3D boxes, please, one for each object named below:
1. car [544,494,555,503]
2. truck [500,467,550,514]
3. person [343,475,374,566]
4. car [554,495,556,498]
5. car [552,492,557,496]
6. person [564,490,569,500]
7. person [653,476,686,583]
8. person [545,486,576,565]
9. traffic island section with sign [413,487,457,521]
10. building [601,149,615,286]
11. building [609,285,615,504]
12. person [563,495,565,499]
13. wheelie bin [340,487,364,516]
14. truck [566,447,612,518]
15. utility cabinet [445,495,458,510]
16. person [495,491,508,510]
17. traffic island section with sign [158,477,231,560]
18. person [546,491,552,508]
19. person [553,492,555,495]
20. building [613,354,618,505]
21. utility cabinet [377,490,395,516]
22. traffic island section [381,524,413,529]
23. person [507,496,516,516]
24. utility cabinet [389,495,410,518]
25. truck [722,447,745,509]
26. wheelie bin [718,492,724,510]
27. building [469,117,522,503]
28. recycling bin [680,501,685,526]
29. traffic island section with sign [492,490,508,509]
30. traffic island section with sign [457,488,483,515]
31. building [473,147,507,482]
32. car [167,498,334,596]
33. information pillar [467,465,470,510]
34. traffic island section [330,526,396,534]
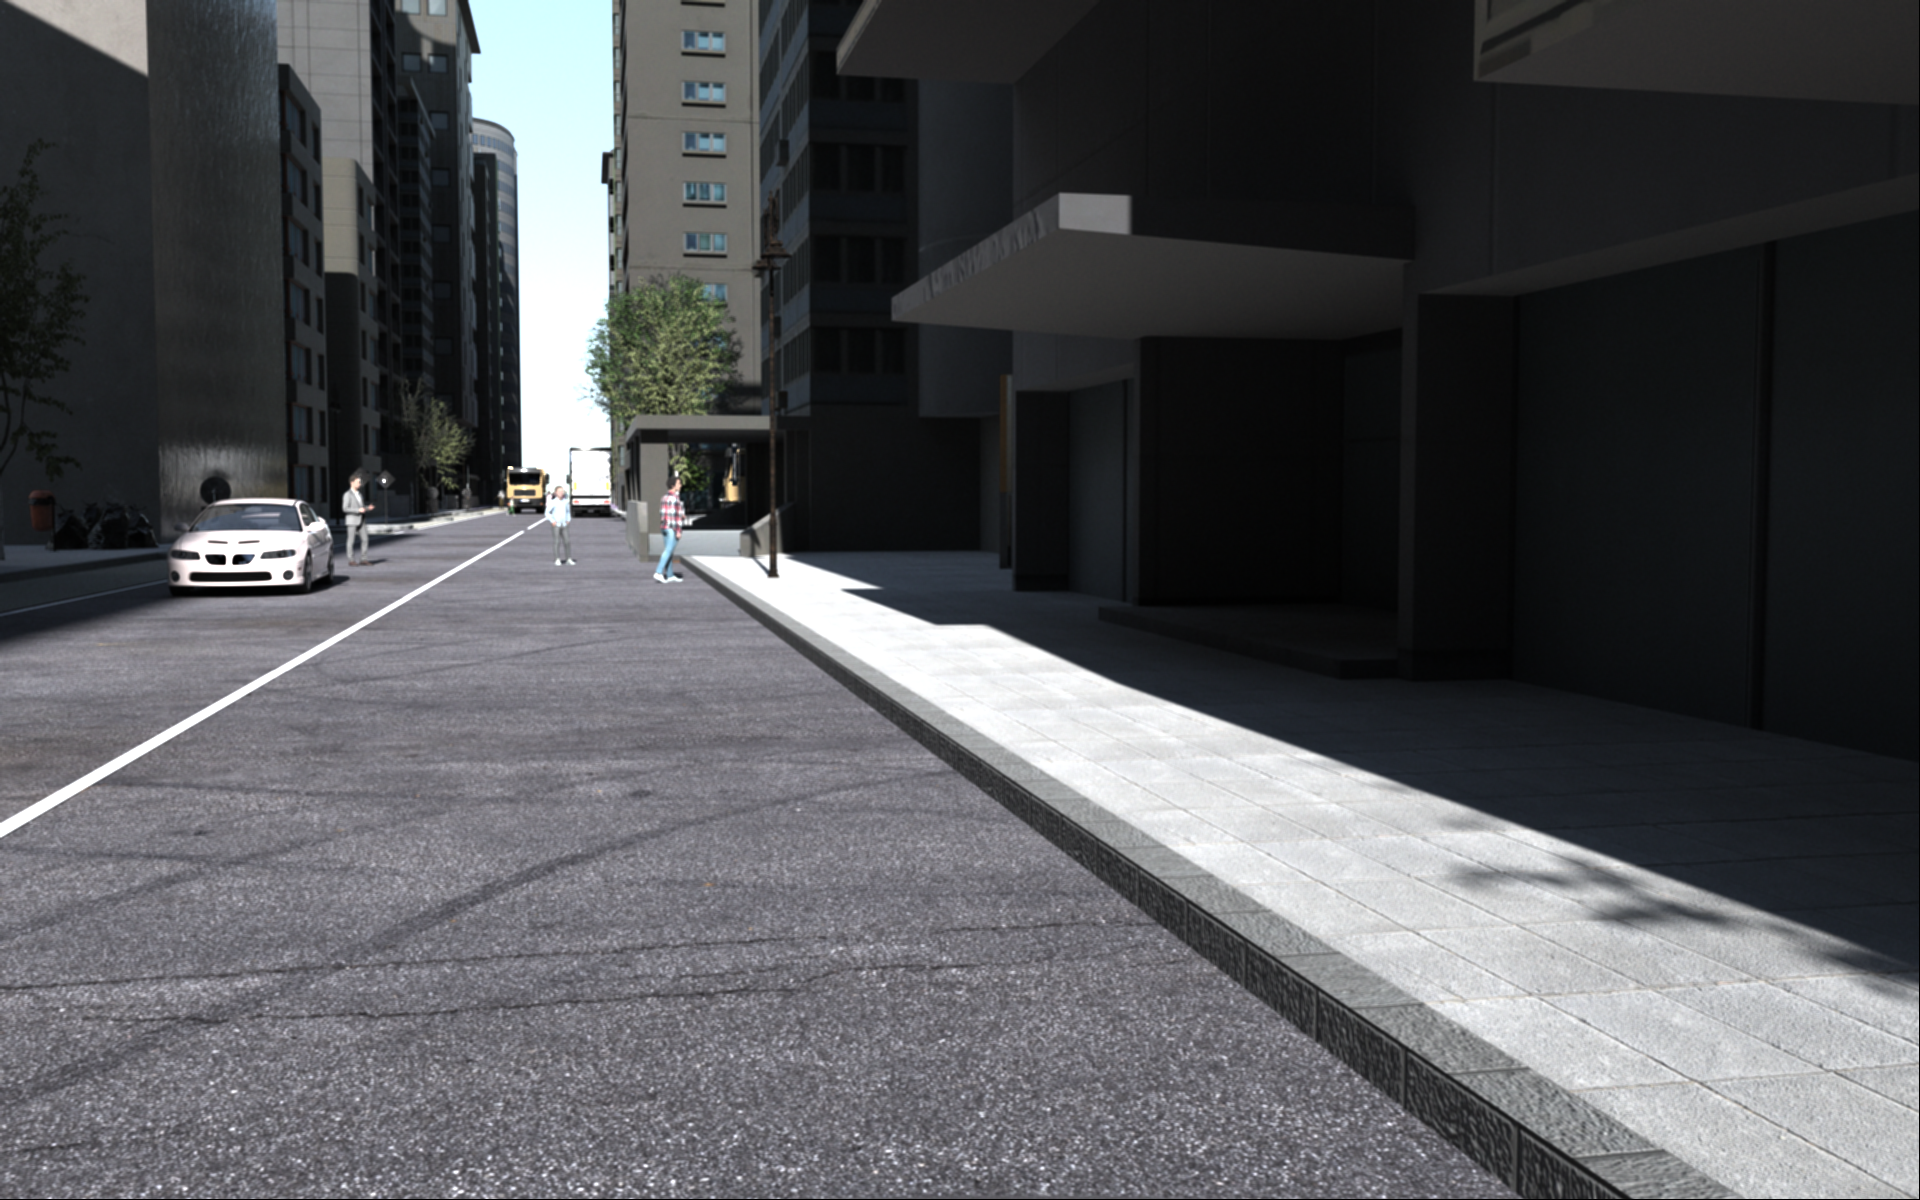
[{"bbox_3d":[-39.056,-9.422,163.829,2.009,1.686,4.222,-1,4,-12],"label":"car"},{"bbox_3d":[-31.978,-8.068,127.833,3.469,3.379,9.791,-1,4,-12],"label":"truck"},{"bbox_3d":[-12.000,-1.584,34.594,0.583,1.804,0.606,1,4,11],"label":"person"},{"bbox_3d":[-44.752,-10.781,188.844,1.945,1.354,3.894,-1,4,-11],"label":"car"},{"bbox_3d":[-69.031,-17.612,296.622,2.281,1.827,5.304,-1,4,-13],"label":"car"},{"bbox_3d":[-42.737,-10.958,187.643,1.348,1.826,0.705,3,4,38],"label":"person"},{"bbox_3d":[-4.736,-1.153,28.189,0.643,1.720,0.563,-2,4,-27],"label":"person"},{"bbox_3d":[-8.060,-1.503,34.891,0.589,1.601,0.330,-2,4,-34],"label":"person"},{"bbox_3d":[-28.311,-5.165,93.070,1.989,1.847,2.006,-1,4,-12],"label":"traffic island section with sign"},{"bbox_3d":[-39.163,-41.121,261.568,28.713,52.752,27.495,-1,4,-12],"label":"building"},{"bbox_3d":[-41.450,-28.663,240.336,14.160,30.474,14.107,-1,4,-12],"label":"building"},{"bbox_3d":[-40.688,-10.177,178.115,0.599,1.433,0.991,-3,4,-39],"label":"person"},{"bbox_3d":[-26.954,-4.212,76.782,0.980,1.594,0.693,-2,4,-28],"label":"wheelie bin"},{"bbox_3d":[-23.327,-7.352,109.121,2.839,4.237,11.283,-1,4,-13],"label":"truck"},{"bbox_3d":[-41.178,-7.899,140.312,0.306,1.237,1.020,3,5,43],"label":"utility cabinet"},{"bbox_3d":[-41.404,-8.999,156.369,1.217,1.736,0.721,-1,4,-9],"label":"person"},{"bbox_3d":[-16.669,-1.839,38.700,1.989,1.847,2.006,-1,4,-12],"label":"traffic island section with sign"},{"bbox_3d":[-37.105,-9.008,156.443,0.621,1.740,0.551,1,4,18],"label":"person"},{"bbox_3d":[-63.182,-15.876,268.792,1.217,1.743,0.721,2,4,27],"label":"person"},{"bbox_3d":[-25.007,-21.503,196.605,27.650,21.520,28.899,-1,4,-12],"label":"building"},{"bbox_3d":[-33.491,-5.647,101.009,0.318,1.500,1.173,2,4,34],"label":"utility cabinet"},{"bbox_3d":[-23.617,-2.994,71.235,2.009,0.180,2.903,-1,4,-12],"label":"traffic island section"},{"bbox_3d":[-29.560,-6.198,114.088,0.590,1.304,0.306,0,4,-2],"label":"person"},{"bbox_3d":[-30.453,-5.068,94.016,1.020,1.237,0.306,-1,4,-19],"label":"utility cabinet"},{"bbox_3d":[-5.707,-4.618,71.425,9.791,3.379,3.469,-1,4,-11],"label":"truck"},{"bbox_3d":[-10.218,-4.189,76.392,0.693,1.594,0.980,-3,5,-44],"label":"wheelie bin"},{"bbox_3d":[-79.171,-44.333,266.839,21.231,58.520,28.212,-1,4,-12],"label":"building"},{"bbox_3d":[-10.175,-2.970,61.113,0.722,1.027,0.722,-2,4,-31],"label":"recycling bin"},{"bbox_3d":[-44.532,-9.791,168.713,1.989,1.847,2.006,-1,4,-12],"label":"traffic island section with sign"},{"bbox_3d":[-33.998,-6.786,119.571,1.989,1.847,2.006,-1,4,-12],"label":"traffic island section with sign"},{"bbox_3d":[-74.705,-37.796,237.570,23.786,49.044,30.456,-1,4,-12],"label":"building"},{"bbox_3d":[-10.579,-0.837,26.049,2.083,1.381,4.827,-1,4,-14],"label":"car"},{"bbox_3d":[-39.940,-9.125,140.547,0.183,3.616,0.504,-1,4,-13],"label":"information pillar"},{"bbox_3d":[-21.943,-2.517,63.427,2.009,0.180,2.903,-1,4,-12],"label":"traffic island section"}]
